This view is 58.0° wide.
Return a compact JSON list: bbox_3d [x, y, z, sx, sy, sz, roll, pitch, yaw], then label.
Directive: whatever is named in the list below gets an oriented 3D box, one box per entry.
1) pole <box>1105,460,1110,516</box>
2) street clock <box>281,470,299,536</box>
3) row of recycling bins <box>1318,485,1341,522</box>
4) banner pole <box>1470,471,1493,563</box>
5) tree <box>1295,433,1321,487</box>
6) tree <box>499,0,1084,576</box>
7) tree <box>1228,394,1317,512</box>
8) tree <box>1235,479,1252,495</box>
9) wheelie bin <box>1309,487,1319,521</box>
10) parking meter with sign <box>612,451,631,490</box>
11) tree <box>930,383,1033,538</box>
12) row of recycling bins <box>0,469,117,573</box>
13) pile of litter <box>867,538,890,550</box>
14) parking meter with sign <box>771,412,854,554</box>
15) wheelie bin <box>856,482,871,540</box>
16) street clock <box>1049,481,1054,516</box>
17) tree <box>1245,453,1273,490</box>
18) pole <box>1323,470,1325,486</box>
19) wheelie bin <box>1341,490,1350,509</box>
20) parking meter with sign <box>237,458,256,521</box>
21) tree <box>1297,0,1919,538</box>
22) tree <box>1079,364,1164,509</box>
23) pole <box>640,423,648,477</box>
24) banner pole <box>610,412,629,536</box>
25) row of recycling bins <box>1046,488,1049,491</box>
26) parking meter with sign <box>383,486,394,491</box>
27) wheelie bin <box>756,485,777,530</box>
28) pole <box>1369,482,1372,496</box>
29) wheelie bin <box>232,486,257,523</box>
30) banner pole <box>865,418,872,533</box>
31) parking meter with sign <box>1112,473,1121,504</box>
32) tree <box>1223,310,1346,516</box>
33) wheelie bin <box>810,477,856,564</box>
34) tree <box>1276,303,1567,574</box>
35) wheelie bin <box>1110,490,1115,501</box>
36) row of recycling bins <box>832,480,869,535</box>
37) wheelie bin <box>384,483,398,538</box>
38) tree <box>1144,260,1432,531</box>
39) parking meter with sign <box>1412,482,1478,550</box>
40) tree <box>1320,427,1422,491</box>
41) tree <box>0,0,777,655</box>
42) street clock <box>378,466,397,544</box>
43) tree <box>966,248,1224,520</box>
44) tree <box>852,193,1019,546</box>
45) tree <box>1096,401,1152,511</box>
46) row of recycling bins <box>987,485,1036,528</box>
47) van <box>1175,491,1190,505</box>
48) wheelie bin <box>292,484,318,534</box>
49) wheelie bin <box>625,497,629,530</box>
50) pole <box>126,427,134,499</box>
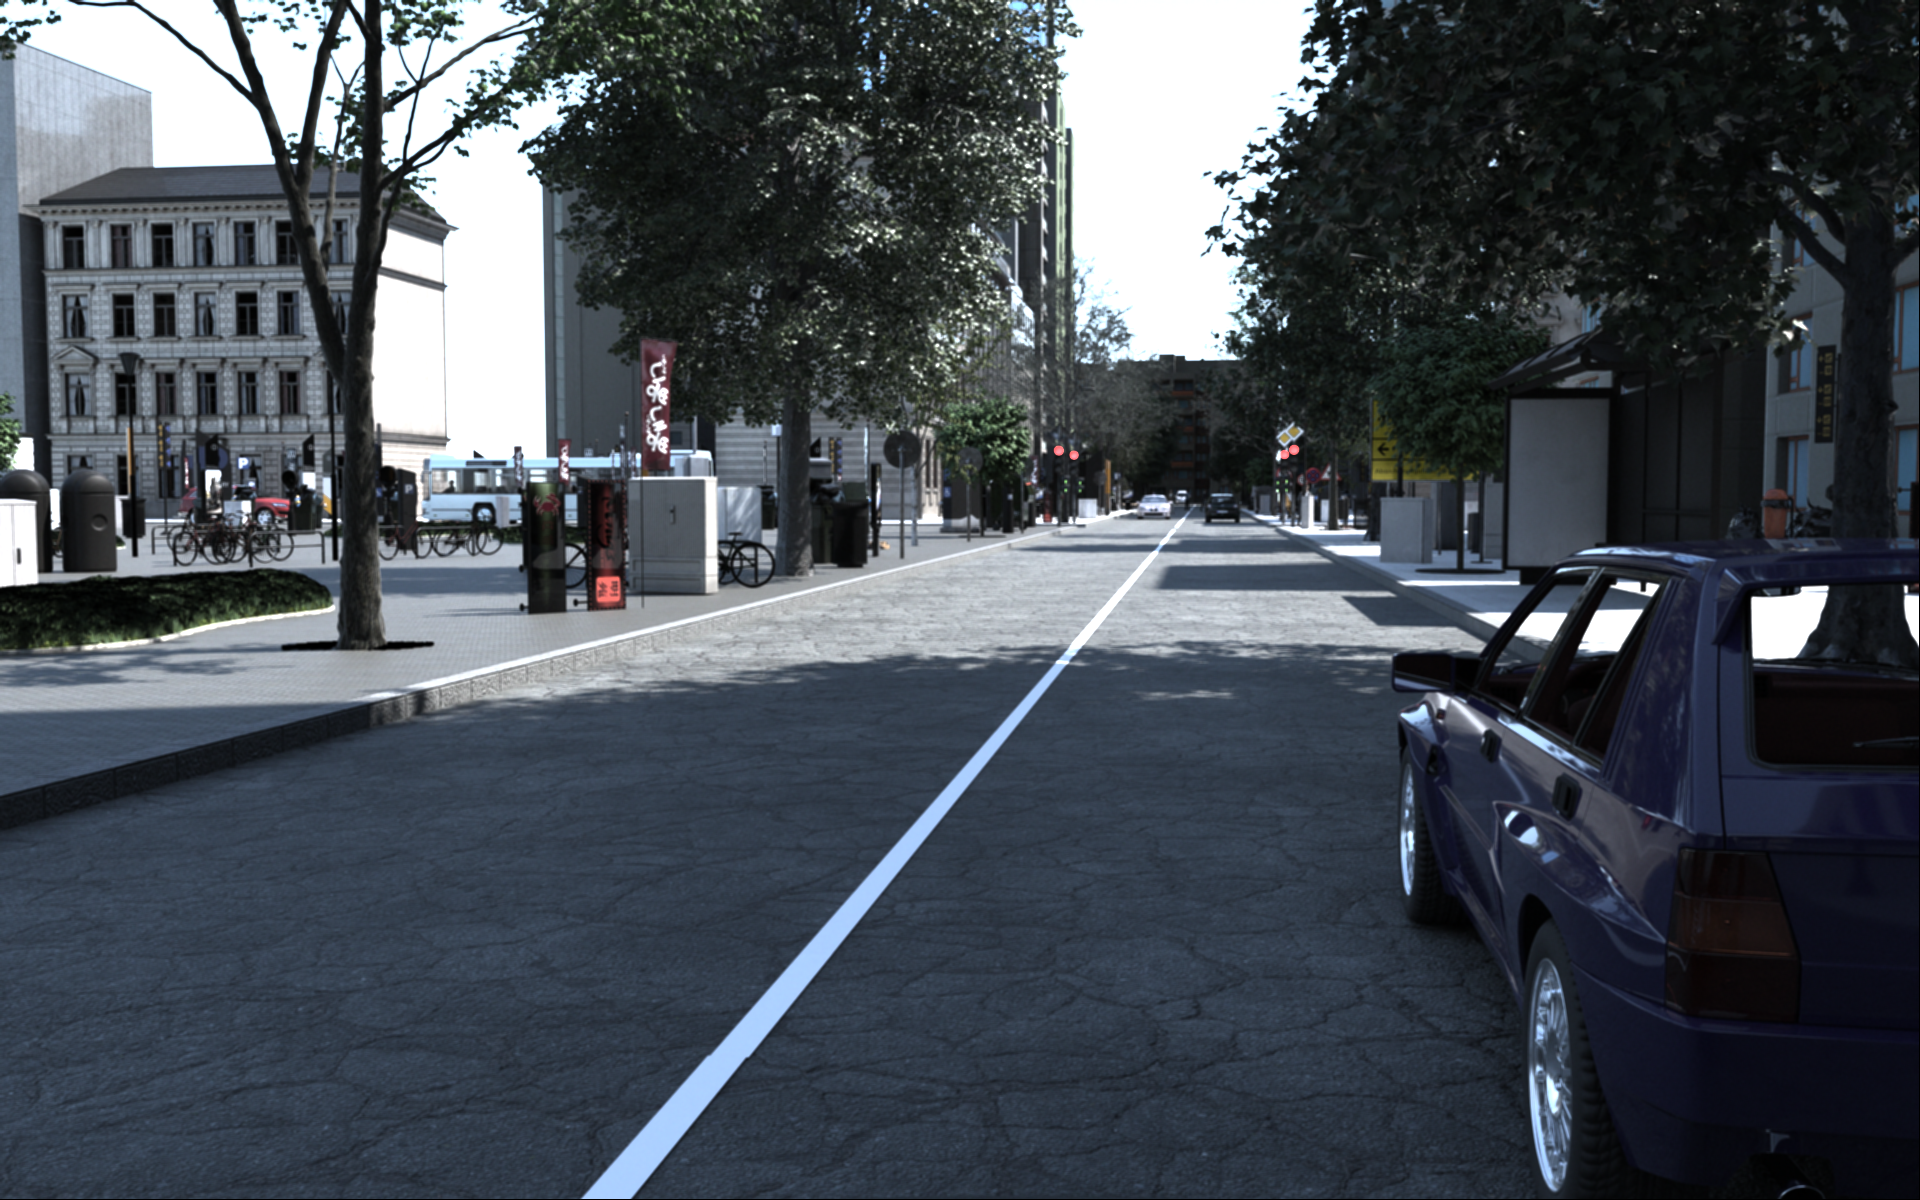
[{"bbox_3d":[9.181,-6.930,107.150,0.158,3.312,0.155,0,3,0],"label":"pole"},{"bbox_3d":[-20.464,-2.961,52.983,0.471,2.002,0.358,1,4,9],"label":"street clock"},{"bbox_3d":[16.791,-4.371,78.575,1.069,1.692,3.534,1,4,9],"label":"row of recycling bins"},{"bbox_3d":[9.685,-2.560,31.874,0.401,3.779,0.863,0,4,4],"label":"banner pole"},{"bbox_3d":[24.783,-10.030,114.346,4.737,8.622,4.395,0,3,0],"label":"tree"},{"bbox_3d":[-2.673,-7.365,27.073,9.857,13.997,8.962,0,3,0],"label":"tree"},{"bbox_3d":[22.682,-11.569,123.563,7.601,10.594,8.767,0,4,7],"label":"tree"},{"bbox_3d":[24.448,-9.200,145.019,1.663,3.219,1.824,0,3,0],"label":"tree"},{"bbox_3d":[16.812,-4.539,82.114,0.693,1.594,0.980,-2,4,-24],"label":"wheelie bin"},{"bbox_3d":[-13.720,-4.497,69.788,0.543,3.016,1.738,1,4,15],"label":"parking meter with sign"},{"bbox_3d":[0.708,-4.162,51.770,4.285,4.588,4.351,0,3,0],"label":"tree"},{"bbox_3d":[-15.650,-1.286,28.140,3.534,1.692,1.069,-1,4,-18],"label":"row of recycling bins"},{"bbox_3d":[-2.273,-1.639,40.765,1.176,0.858,1.719,-1,4,-14],"label":"pile of litter"},{"bbox_3d":[-3.043,-2.450,36.318,1.738,3.016,0.543,-2,4,-30],"label":"parking meter with sign"},{"bbox_3d":[-2.788,-2.267,44.981,0.980,1.594,0.693,-1,4,-20],"label":"wheelie bin"},{"bbox_3d":[5.313,-5.815,99.647,0.358,2.002,0.471,2,4,35],"label":"street clock"},{"bbox_3d":[23.203,-9.022,131.219,4.285,4.588,4.351,0,3,0],"label":"tree"},{"bbox_3d":[30.727,-9.314,146.121,0.158,3.312,0.155,0,3,0],"label":"pole"},{"bbox_3d":[32.125,-8.361,144.614,0.693,1.594,0.980,-3,4,-38],"label":"wheelie bin"},{"bbox_3d":[-33.726,-5.254,82.164,0.543,3.016,1.738,-3,5,-39],"label":"parking meter with sign"},{"bbox_3d":[6.444,-5.826,12.255,9.611,12.733,9.660,0,3,0],"label":"tree"},{"bbox_3d":[14.149,-14.113,148.877,7.486,12.596,7.792,0,3,0],"label":"tree"},{"bbox_3d":[-7.759,-2.981,42.585,0.158,3.312,0.155,0,3,0],"label":"pole"},{"bbox_3d":[-10.301,-3.864,53.187,0.401,3.779,0.863,-2,4,-30],"label":"banner pole"},{"bbox_3d":[4.190,-6.506,113.485,3.534,1.692,1.069,1,4,20],"label":"row of recycling bins"},{"bbox_3d":[-28.287,-5.461,85.549,1.738,3.016,0.543,-1,4,-22],"label":"parking meter with sign"},{"bbox_3d":[-7.011,-3.345,62.606,0.980,1.594,0.693,-2,4,-26],"label":"wheelie bin"},{"bbox_3d":[28.183,-7.651,118.942,0.158,3.312,0.155,0,3,0],"label":"pole"},{"bbox_3d":[-28.385,-3.723,68.783,0.693,1.594,0.980,2,4,34],"label":"wheelie bin"},{"bbox_3d":[-3.070,-4.112,57.251,0.401,3.779,0.863,-1,4,-14],"label":"banner pole"},{"bbox_3d":[12.780,-8.946,142.527,0.543,3.016,1.738,1,4,19],"label":"parking meter with sign"},{"bbox_3d":[18.500,-11.656,100.939,12.009,13.543,11.850,0,3,0],"label":"tree"},{"bbox_3d":[-2.558,-1.483,32.149,0.693,1.594,0.980,2,4,35],"label":"wheelie bin"},{"bbox_3d":[8.286,-2.731,28.361,4.285,4.588,4.351,0,3,0],"label":"tree"},{"bbox_3d":[11.401,-7.626,132.595,0.693,1.594,0.980,3,5,39],"label":"wheelie bin"},{"bbox_3d":[-3.874,-2.804,52.964,1.069,1.692,3.534,-2,4,-33],"label":"row of recycling bins"},{"bbox_3d":[-15.748,-2.481,48.473,0.693,1.594,0.980,-2,4,-31],"label":"wheelie bin"},{"bbox_3d":[12.882,-8.225,60.236,9.928,11.665,9.643,0,3,0],"label":"tree"},{"bbox_3d":[11.164,-2.648,39.559,1.738,3.016,0.543,0,4,-5],"label":"parking meter with sign"},{"bbox_3d":[22.074,-8.703,92.650,4.737,8.622,4.395,0,3,0],"label":"tree"},{"bbox_3d":[-5.078,-5.392,13.922,9.928,11.665,9.643,0,3,0],"label":"tree"},{"bbox_3d":[-14.778,-2.461,44.811,0.471,2.002,0.358,0,4,2],"label":"street clock"},{"bbox_3d":[5.413,-10.736,85.904,12.009,13.543,11.850,0,3,0],"label":"tree"},{"bbox_3d":[-0.996,-5.638,42.542,4.737,8.622,4.395,0,3,0],"label":"tree"},{"bbox_3d":[12.068,-10.890,128.419,4.360,8.622,3.978,0,3,0],"label":"tree"},{"bbox_3d":[1.726,-3.630,66.458,1.069,1.692,3.534,2,4,35],"label":"row of recycling bins"},{"bbox_3d":[28.796,-13.286,224.241,2.013,2.044,4.112,0,4,8],"label":"van"},{"bbox_3d":[-20.895,-2.897,55.278,0.693,1.594,0.980,0,4,-6],"label":"wheelie bin"},{"bbox_3d":[-7.434,-2.003,40.662,0.693,1.594,0.980,0,4,7],"label":"wheelie bin"},{"bbox_3d":[-25.411,-3.624,53.098,0.158,3.312,0.155,0,3,0],"label":"pole"}]
